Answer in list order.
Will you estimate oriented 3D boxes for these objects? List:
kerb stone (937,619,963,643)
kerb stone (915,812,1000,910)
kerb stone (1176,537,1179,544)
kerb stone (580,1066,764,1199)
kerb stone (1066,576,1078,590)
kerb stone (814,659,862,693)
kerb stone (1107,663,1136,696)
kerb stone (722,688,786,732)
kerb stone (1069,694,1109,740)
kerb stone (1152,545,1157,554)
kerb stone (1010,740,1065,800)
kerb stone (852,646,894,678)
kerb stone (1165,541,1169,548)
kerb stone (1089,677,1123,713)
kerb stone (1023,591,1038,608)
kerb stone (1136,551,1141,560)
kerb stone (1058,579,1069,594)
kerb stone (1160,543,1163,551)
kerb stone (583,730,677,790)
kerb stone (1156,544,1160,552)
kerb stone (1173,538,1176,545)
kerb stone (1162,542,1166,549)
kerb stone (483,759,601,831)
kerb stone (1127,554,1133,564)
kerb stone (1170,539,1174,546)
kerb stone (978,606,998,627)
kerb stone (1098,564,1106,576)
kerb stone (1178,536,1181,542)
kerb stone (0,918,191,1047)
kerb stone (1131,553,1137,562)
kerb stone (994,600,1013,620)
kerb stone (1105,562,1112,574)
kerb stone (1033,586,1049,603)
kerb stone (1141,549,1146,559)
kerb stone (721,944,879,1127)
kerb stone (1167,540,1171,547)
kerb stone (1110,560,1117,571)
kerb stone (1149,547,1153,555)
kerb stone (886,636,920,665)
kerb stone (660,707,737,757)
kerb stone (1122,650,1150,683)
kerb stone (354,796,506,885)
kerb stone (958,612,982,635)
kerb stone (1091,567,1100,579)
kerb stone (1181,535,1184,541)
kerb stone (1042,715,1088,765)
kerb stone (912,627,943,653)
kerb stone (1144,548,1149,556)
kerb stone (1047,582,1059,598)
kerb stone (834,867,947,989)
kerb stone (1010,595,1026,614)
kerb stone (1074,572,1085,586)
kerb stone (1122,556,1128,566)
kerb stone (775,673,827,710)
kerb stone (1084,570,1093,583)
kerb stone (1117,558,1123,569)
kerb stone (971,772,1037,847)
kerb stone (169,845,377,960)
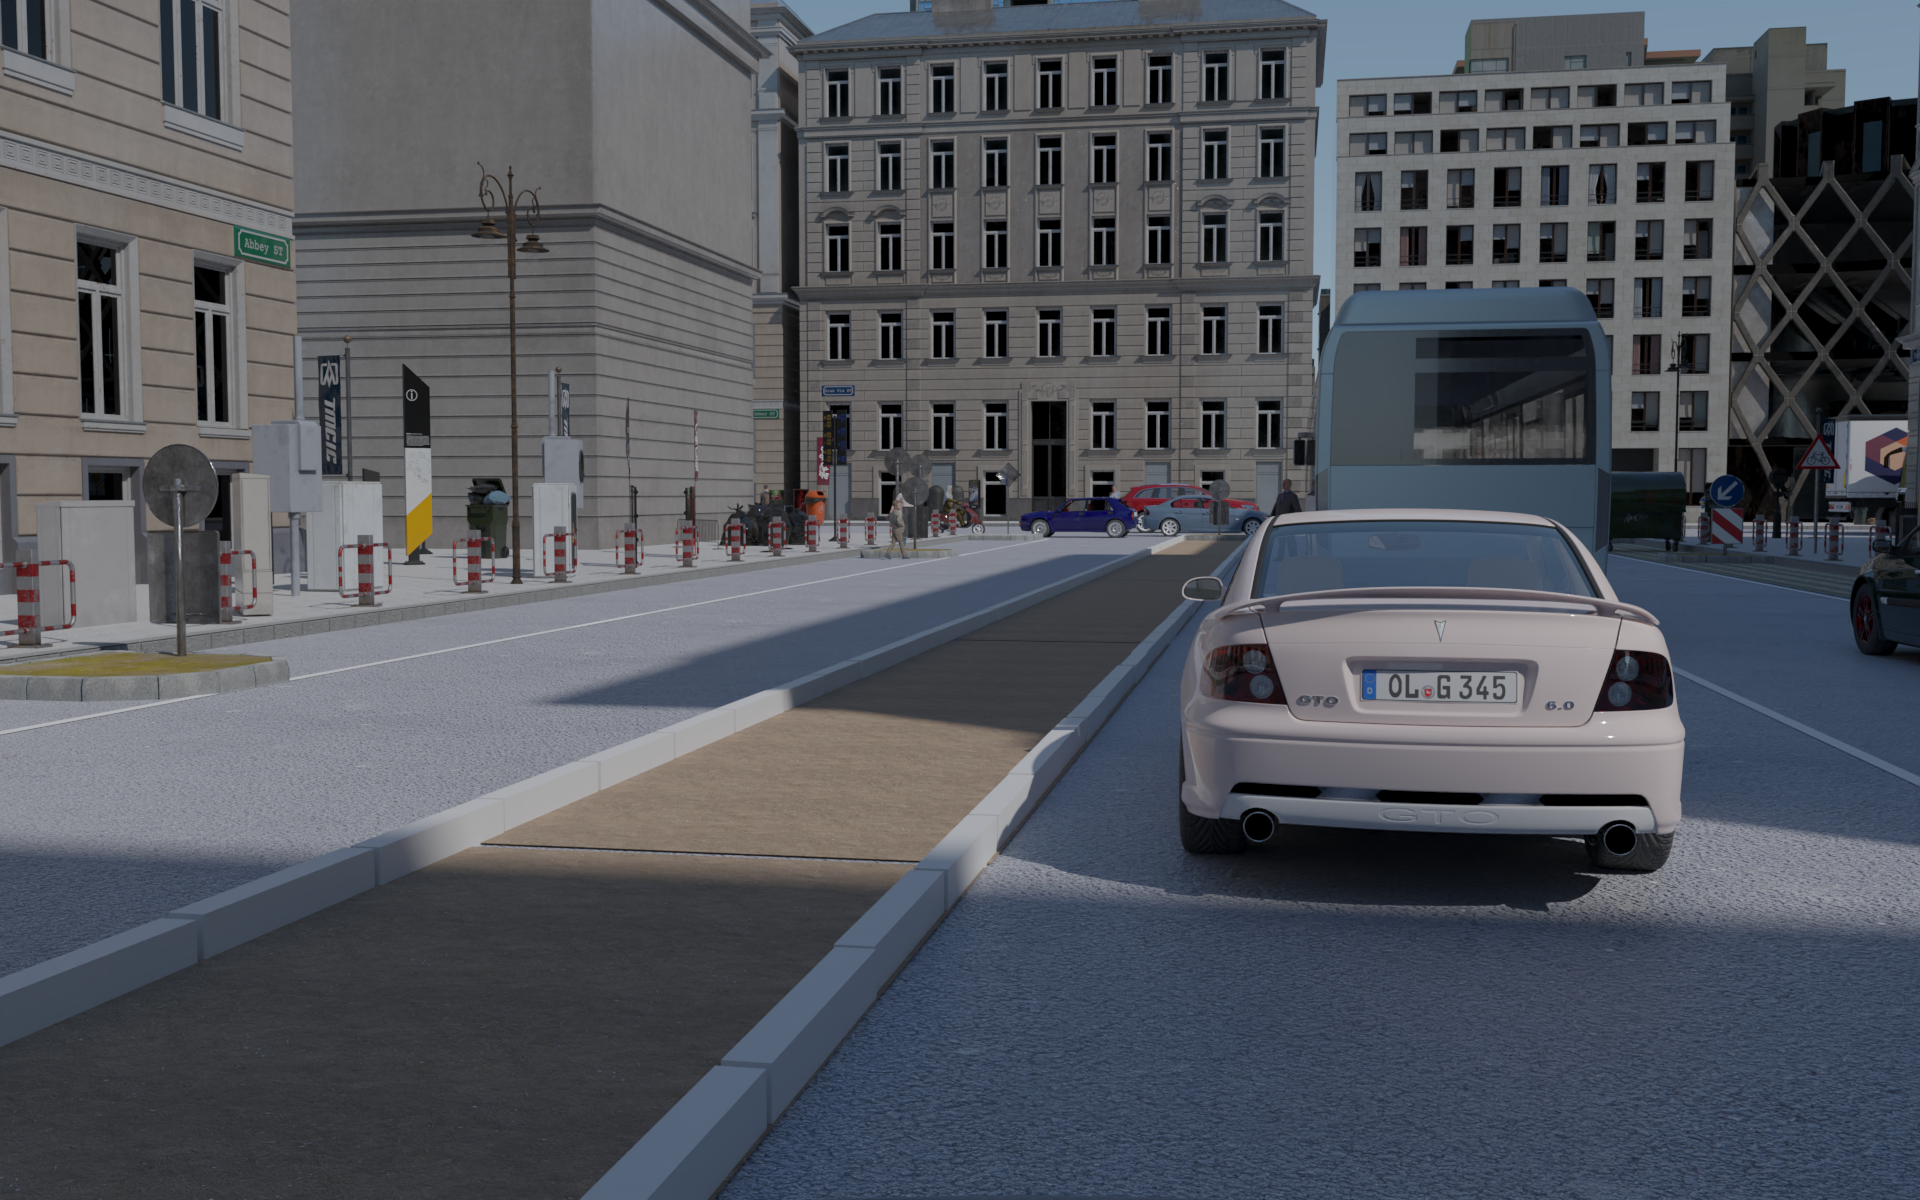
[{"bbox_3d":[-0.143,0.325,16.881,0.120,0.150,1.000,1,4,11],"label":"kerb stone"},{"bbox_3d":[-0.005,0.965,6.424,0.120,0.150,1.000,1,4,11],"label":"kerb stone"},{"bbox_3d":[6.048,-1.649,49.152,0.120,0.150,1.000,1,4,11],"label":"kerb stone"},{"bbox_3d":[-0.586,1.154,3.403,0.120,0.150,1.000,1,4,11],"label":"kerb stone"},{"bbox_3d":[1.603,-0.230,25.964,0.120,0.150,1.000,1,4,11],"label":"kerb stone"},{"bbox_3d":[-0.925,0.577,12.847,0.120,0.150,1.000,1,4,11],"label":"kerb stone"},{"bbox_3d":[1.150,0.596,12.507,0.120,0.150,1.000,1,4,11],"label":"kerb stone"},{"bbox_3d":[-1.304,0.695,10.832,0.120,0.150,1.000,1,4,11],"label":"kerb stone"},{"bbox_3d":[0.770,0.717,10.472,0.120,0.150,1.000,1,4,11],"label":"kerb stone"},{"bbox_3d":[4.503,-1.155,41.087,0.120,0.150,1.000,1,4,11],"label":"kerb stone"},{"bbox_3d":[0.376,0.841,8.446,0.120,0.150,1.000,1,4,11],"label":"kerb stone"},{"bbox_3d":[-0.717,0.510,13.858,0.120,0.150,1.000,1,4,11],"label":"kerb stone"},{"bbox_3d":[5.275,-1.402,45.119,0.120,0.150,1.000,1,4,11],"label":"kerb stone"},{"bbox_3d":[0.958,0.656,11.488,0.120,0.150,1.000,1,4,11],"label":"kerb stone"},{"bbox_3d":[0.825,0.016,21.929,0.120,0.150,1.000,1,4,11],"label":"kerb stone"},{"bbox_3d":[3.725,-0.909,37.056,0.120,0.150,1.000,1,4,11],"label":"kerb stone"},{"bbox_3d":[1.405,-0.165,24.953,0.120,0.150,1.000,1,4,11],"label":"kerb stone"},{"bbox_3d":[4.884,-1.270,43.104,0.120,0.150,1.000,1,4,11],"label":"kerb stone"},{"bbox_3d":[-1.688,0.818,8.814,0.120,0.150,1.000,1,4,11],"label":"kerb stone"},{"bbox_3d":[4.702,-1.217,42.094,0.120,0.150,1.000,1,4,11],"label":"kerb stone"},{"bbox_3d":[5.849,-1.587,48.147,0.120,0.150,1.000,1,4,11],"label":"kerb stone"},{"bbox_3d":[5.088,-1.339,44.111,0.120,0.150,1.000,1,4,11],"label":"kerb stone"},{"bbox_3d":[-1.884,0.880,7.802,0.120,0.150,1.000,1,4,11],"label":"kerb stone"},{"bbox_3d":[3.341,-0.785,35.035,0.120,0.150,1.000,1,4,11],"label":"kerb stone"},{"bbox_3d":[5.660,-1.521,47.135,0.120,0.150,1.000,1,4,11],"label":"kerb stone"},{"bbox_3d":[0.245,0.206,18.902,0.120,0.150,1.000,1,4,11],"label":"kerb stone"},{"bbox_3d":[2.379,-0.477,29.992,0.120,0.150,1.000,1,4,11],"label":"kerb stone"},{"bbox_3d":[6.236,-1.708,50.159,0.120,0.150,1.000,1,4,11],"label":"kerb stone"},{"bbox_3d":[-2.468,1.074,4.777,0.120,0.150,1.000,1,4,11],"label":"kerb stone"},{"bbox_3d":[3.535,-0.847,36.049,0.120,0.150,1.000,1,4,11],"label":"kerb stone"},{"bbox_3d":[0.443,0.140,19.913,0.120,0.150,1.000,1,4,11],"label":"kerb stone"},{"bbox_3d":[2.564,-0.539,31.001,0.120,0.150,1.000,1,4,11],"label":"kerb stone"},{"bbox_3d":[1.017,-0.046,22.941,0.120,0.150,1.000,1,4,11],"label":"kerb stone"},{"bbox_3d":[3.923,-0.971,38.064,0.120,0.150,1.000,1,4,11],"label":"kerb stone"},{"bbox_3d":[-0.389,1.088,4.408,0.120,0.150,1.000,1,4,11],"label":"kerb stone"},{"bbox_3d":[5.465,-1.464,46.129,0.120,0.150,1.000,1,4,11],"label":"kerb stone"},{"bbox_3d":[2.753,-0.600,32.008,0.120,0.150,1.000,1,4,11],"label":"kerb stone"},{"bbox_3d":[4.306,-1.094,40.082,0.120,0.150,1.000,1,4,11],"label":"kerb stone"},{"bbox_3d":[-0.526,0.448,14.865,0.120,0.150,1.000,1,4,11],"label":"kerb stone"},{"bbox_3d":[-1.497,0.757,9.824,0.120,0.150,1.000,1,4,11],"label":"kerb stone"},{"bbox_3d":[1.359,0.531,13.510,0.120,0.150,1.000,1,4,11],"label":"kerb stone"},{"bbox_3d":[-2.069,0.942,6.795,0.120,0.150,1.000,1,4,11],"label":"kerb stone"},{"bbox_3d":[0.053,0.263,17.895,0.120,0.150,1.000,1,4,11],"label":"kerb stone"},{"bbox_3d":[2.181,-0.411,28.983,0.120,0.150,1.000,1,4,11],"label":"kerb stone"},{"bbox_3d":[6.440,-1.772,51.169,0.120,0.150,1.000,1,4,11],"label":"kerb stone"},{"bbox_3d":[0.566,0.782,9.459,0.120,0.150,1.000,1,4,11],"label":"kerb stone"},{"bbox_3d":[-0.342,0.387,15.873,0.120,0.150,1.000,1,4,11],"label":"kerb stone"},{"bbox_3d":[4.110,-1.032,39.076,0.120,0.150,1.000,1,4,11],"label":"kerb stone"},{"bbox_3d":[1.213,-0.107,23.946,0.120,0.150,1.000,1,4,11],"label":"kerb stone"},{"bbox_3d":[-0.207,1.027,5.417,0.120,0.150,1.000,1,4,11],"label":"kerb stone"},{"bbox_3d":[0.637,0.079,20.922,0.120,0.150,1.000,1,4,11],"label":"kerb stone"},{"bbox_3d":[1.794,-0.292,26.971,0.120,0.150,1.000,1,4,11],"label":"kerb stone"},{"bbox_3d":[3.144,-0.724,34.028,0.120,0.150,1.000,1,4,11],"label":"kerb stone"},{"bbox_3d":[-1.114,0.640,11.840,0.120,0.150,1.000,1,4,11],"label":"kerb stone"},{"bbox_3d":[1.987,-0.353,27.977,0.120,0.150,1.000,1,4,11],"label":"kerb stone"},{"bbox_3d":[2.951,-0.662,33.017,0.120,0.150,1.000,1,4,11],"label":"kerb stone"},{"bbox_3d":[0.188,0.903,7.431,0.120,0.150,1.000,1,4,11],"label":"kerb stone"},{"bbox_3d":[-2.272,1.003,5.790,0.120,0.150,1.000,1,4,11],"label":"kerb stone"}]
